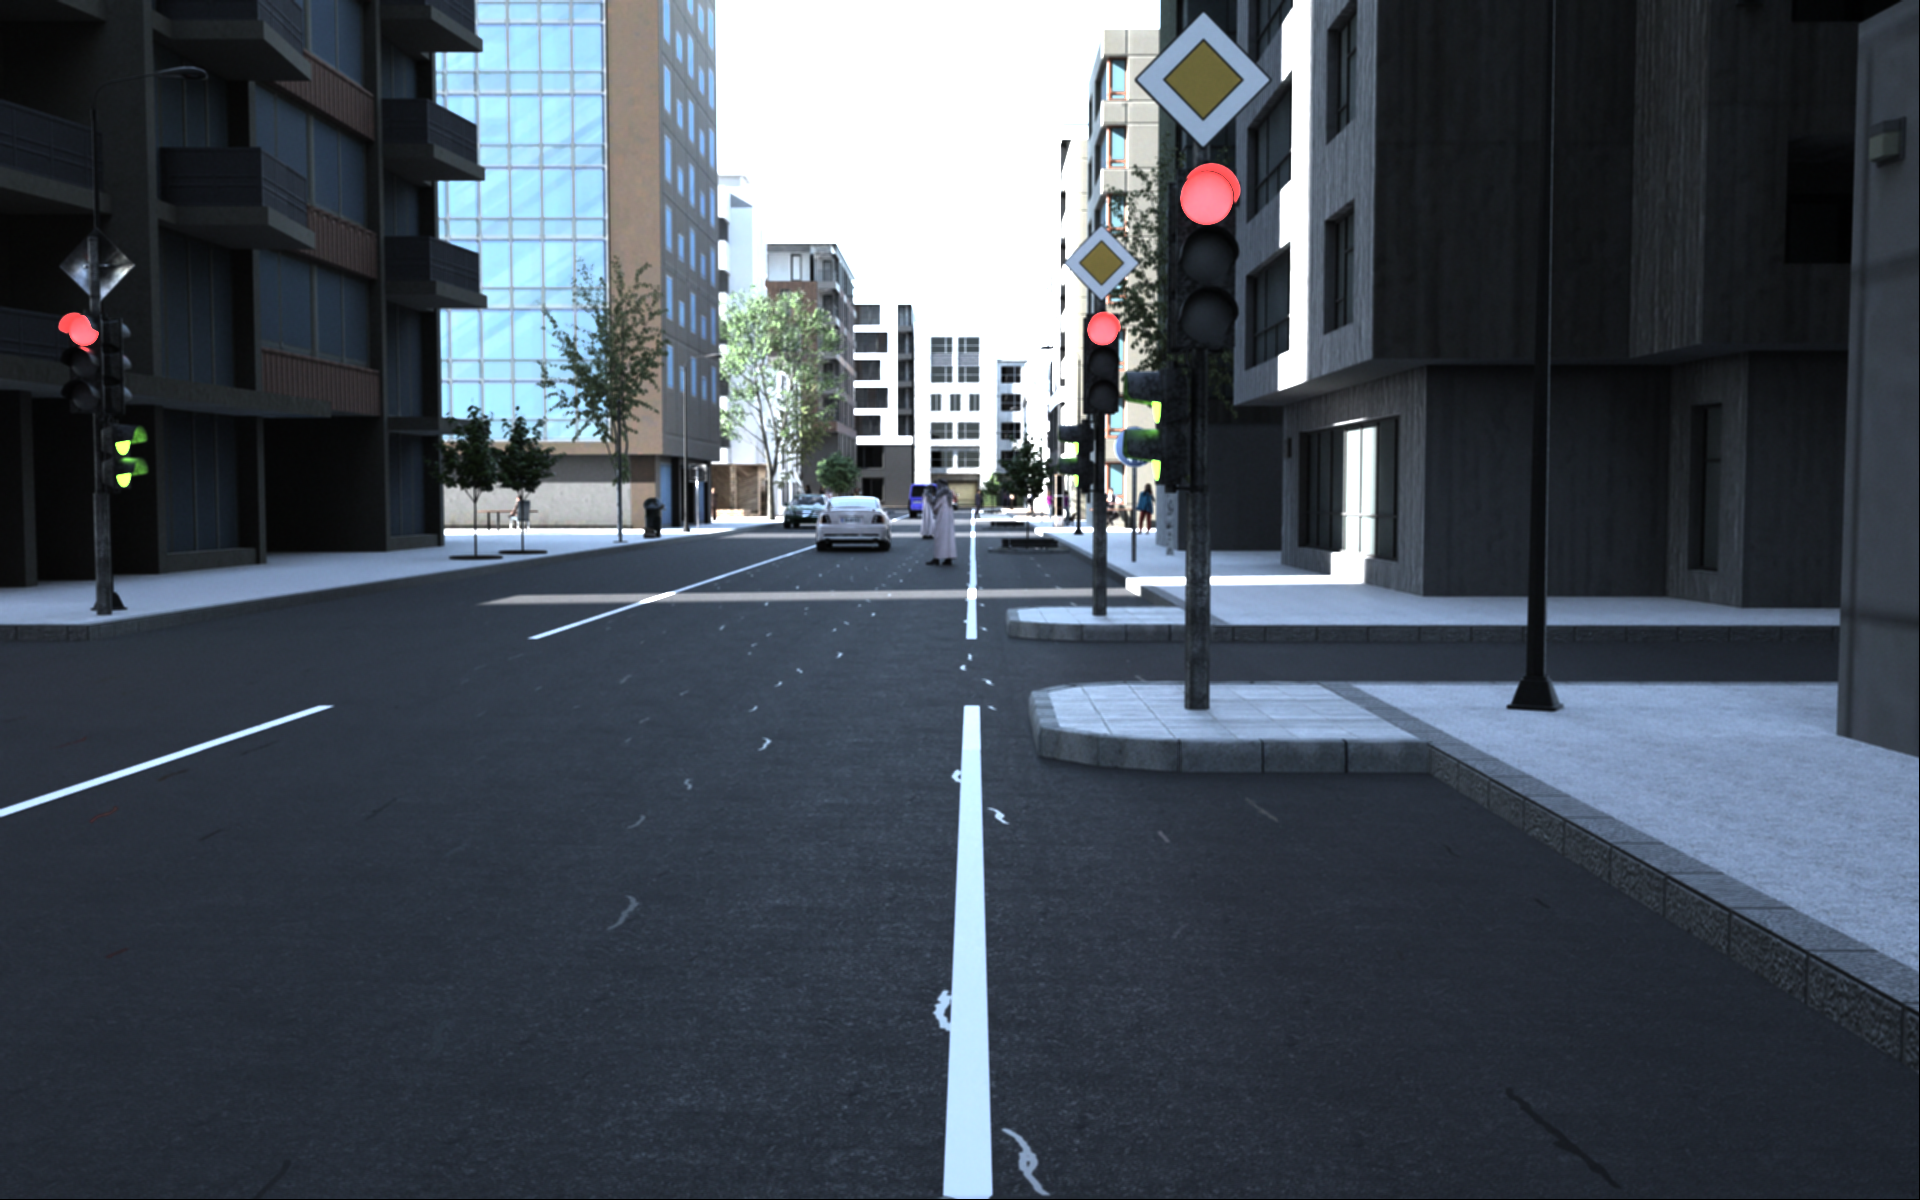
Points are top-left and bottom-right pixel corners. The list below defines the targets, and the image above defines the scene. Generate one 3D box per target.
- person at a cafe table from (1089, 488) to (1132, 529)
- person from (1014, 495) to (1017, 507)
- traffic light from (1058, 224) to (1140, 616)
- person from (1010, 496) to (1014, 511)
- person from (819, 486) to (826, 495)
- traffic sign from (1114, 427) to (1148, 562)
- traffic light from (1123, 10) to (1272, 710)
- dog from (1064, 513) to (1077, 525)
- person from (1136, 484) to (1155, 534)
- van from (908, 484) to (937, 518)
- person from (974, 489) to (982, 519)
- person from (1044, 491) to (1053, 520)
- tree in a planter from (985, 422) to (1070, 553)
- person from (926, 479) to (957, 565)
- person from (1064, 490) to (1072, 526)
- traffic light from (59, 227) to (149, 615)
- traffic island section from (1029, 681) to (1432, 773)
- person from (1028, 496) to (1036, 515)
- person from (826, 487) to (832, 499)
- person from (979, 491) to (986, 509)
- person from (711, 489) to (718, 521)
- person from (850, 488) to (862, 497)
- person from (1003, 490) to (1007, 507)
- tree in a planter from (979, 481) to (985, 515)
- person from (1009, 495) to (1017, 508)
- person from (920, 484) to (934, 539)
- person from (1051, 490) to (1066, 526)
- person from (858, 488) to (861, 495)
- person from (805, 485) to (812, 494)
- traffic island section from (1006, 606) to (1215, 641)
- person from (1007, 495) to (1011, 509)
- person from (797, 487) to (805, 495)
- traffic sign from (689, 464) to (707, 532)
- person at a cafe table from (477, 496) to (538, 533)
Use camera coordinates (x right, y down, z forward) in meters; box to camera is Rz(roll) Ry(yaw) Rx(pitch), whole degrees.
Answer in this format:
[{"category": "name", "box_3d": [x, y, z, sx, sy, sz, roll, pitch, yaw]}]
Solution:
[{"category": "person at a cafe table", "box_3d": [5.683, -3.417, 64.384, 1.698, 1.524, 1.622, -1, 4, -10]}, {"category": "person", "box_3d": [5.346, -10.000, 170.258, 0.721, 1.735, 1.217, -1, 4, -23]}, {"category": "traffic light", "box_3d": [1.460, -1.793, 18.234, 0.839, 4.253, 0.868, 0, 4, 0]}, {"category": "person", "box_3d": [4.074, -7.866, 134.669, 0.705, 1.823, 1.348, 0, 4, 5]}, {"category": "person", "box_3d": [-9.254, -6.770, 116.744, 0.705, 1.822, 1.348, 2, 4, 28]}, {"category": "traffic sign", "box_3d": [3.303, -2.000, 32.808, 0.768, 2.556, 0.104, 0, 4, 3]}, {"category": "traffic light", "box_3d": [1.399, -1.304, 10.249, 0.839, 4.253, 0.868, 0, 4, 0]}, {"category": "dog", "box_3d": [4.502, -3.329, 71.266, 0.540, 0.507, 0.406, -1, 4, -16]}, {"category": "person", "box_3d": [5.907, -2.901, 55.179, 0.444, 1.614, 0.593, -2, 4, -34]}, {"category": "van", "box_3d": [-2.065, -6.227, 106.196, 2.240, 2.365, 5.245, 0, 4, 2]}, {"category": "person", "box_3d": [1.036, -5.509, 99.494, 0.530, 1.710, 0.541, 1, 4, 13]}, {"category": "person", "box_3d": [4.402, -4.609, 84.639, 0.726, 1.435, 0.776, 1, 4, 15]}, {"category": "tree in a planter", "box_3d": [1.688, -2.795, 42.916, 1.991, 3.239, 1.994, 0, 4, 0]}, {"category": "person", "box_3d": [-0.361, -1.592, 35.192, 0.621, 1.740, 0.551, 1, 4, 12]}, {"category": "person", "box_3d": [4.415, -3.739, 70.414, 0.776, 1.434, 0.726, -3, 5, -41]}, {"category": "traffic light", "box_3d": [-9.081, -1.797, 18.298, 0.839, 4.253, 0.868, 0, 4, 0]}, {"category": "traffic island section", "box_3d": [1.439, 0.729, 10.362, 2.009, 0.180, 2.903, 0, 4, 0]}, {"category": "person", "box_3d": [4.464, -5.978, 107.023, 0.421, 1.427, 0.697, 3, 4, 38]}, {"category": "person", "box_3d": [-8.648, -6.580, 114.290, 0.621, 1.740, 0.551, 0, 4, -7]}, {"category": "person", "box_3d": [1.998, -9.455, 163.816, 1.217, 1.735, 0.721, -2, 4, -29]}, {"category": "person", "box_3d": [-11.838, -4.565, 82.958, 0.482, 1.546, 0.388, -2, 4, -35]}, {"category": "person", "box_3d": [-6.084, -5.709, 101.931, 1.348, 1.812, 0.705, -2, 4, -35]}, {"category": "person", "box_3d": [4.408, -9.738, 165.943, 0.721, 1.739, 1.217, 0, 4, -8]}, {"category": "tree in a planter", "box_3d": [2.272, -7.527, 120.293, 1.991, 3.239, 1.994, 0, 4, 0]}, {"category": "person", "box_3d": [4.862, -9.653, 164.593, 1.217, 1.735, 0.721, -1, 4, -12]}, {"category": "person", "box_3d": [-0.992, -2.827, 55.384, 0.621, 1.740, 0.551, -2, 4, -25]}, {"category": "person", "box_3d": [3.926, -3.824, 69.240, 0.551, 1.740, 0.621, -1, 4, -8]}, {"category": "person", "box_3d": [-8.661, -8.738, 148.986, 0.705, 1.814, 1.350, 0, 4, -8]}, {"category": "person", "box_3d": [-8.876, -5.788, 100.688, 0.705, 1.822, 1.348, 2, 4, 25]}, {"category": "traffic island section", "box_3d": [1.500, 0.241, 18.347, 2.009, 0.180, 2.903, 0, 4, 0]}, {"category": "person", "box_3d": [4.372, -8.809, 150.521, 0.568, 1.767, 0.683, 3, 5, 41]}, {"category": "person", "box_3d": [-9.506, -5.998, 104.844, 0.721, 1.736, 1.217, -3, 5, -45]}, {"category": "traffic sign", "box_3d": [-8.900, -3.464, 58.770, 0.606, 2.300, 0.079, 0, 4, 1]}, {"category": "person at a cafe table", "box_3d": [-14.855, -2.854, 57.520, 1.698, 1.238, 1.726, -3, 5, -40]}]
